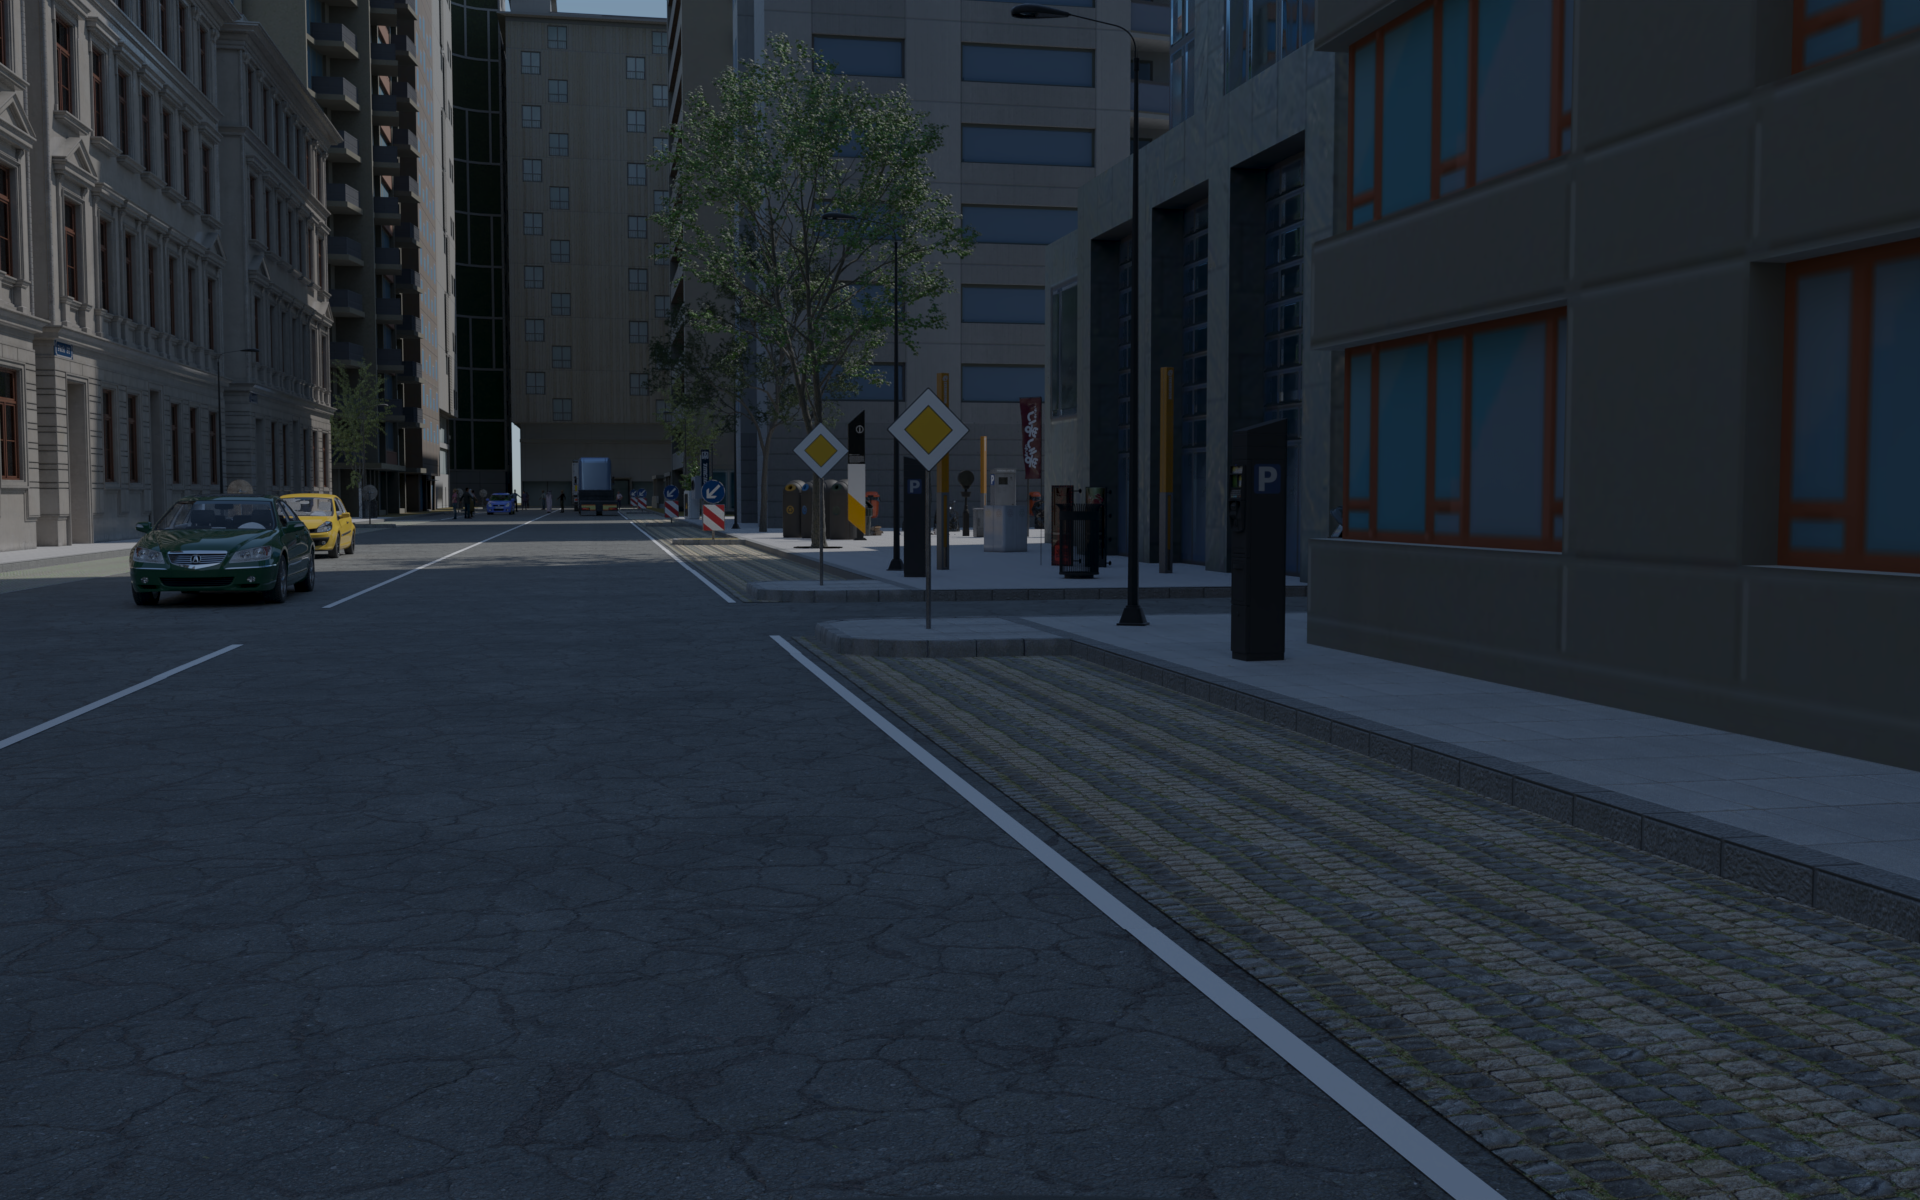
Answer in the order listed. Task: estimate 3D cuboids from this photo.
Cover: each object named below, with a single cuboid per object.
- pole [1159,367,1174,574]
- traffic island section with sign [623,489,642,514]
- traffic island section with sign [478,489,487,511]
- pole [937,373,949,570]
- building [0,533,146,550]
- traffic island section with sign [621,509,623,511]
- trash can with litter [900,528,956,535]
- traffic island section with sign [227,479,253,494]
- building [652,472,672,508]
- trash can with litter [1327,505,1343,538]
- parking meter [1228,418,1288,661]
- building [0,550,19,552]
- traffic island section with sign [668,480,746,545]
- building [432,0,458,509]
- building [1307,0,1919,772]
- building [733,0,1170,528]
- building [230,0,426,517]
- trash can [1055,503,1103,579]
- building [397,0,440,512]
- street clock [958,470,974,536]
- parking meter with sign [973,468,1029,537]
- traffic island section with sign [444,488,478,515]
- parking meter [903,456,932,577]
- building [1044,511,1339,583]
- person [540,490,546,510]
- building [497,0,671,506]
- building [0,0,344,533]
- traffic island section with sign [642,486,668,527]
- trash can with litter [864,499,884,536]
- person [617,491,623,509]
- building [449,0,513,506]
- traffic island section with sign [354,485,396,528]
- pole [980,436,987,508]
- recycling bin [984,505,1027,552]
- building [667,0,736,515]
[{"bbox_3d":[3.334,-2.086,27.953,0.158,3.312,0.155,0,3,0],"label":"pole"},{"bbox_3d":[-22.927,-7.071,124.233,1.989,1.847,2.006,-1,4,-12],"label":"traffic island section with sign"},{"bbox_3d":[-40.660,-8.522,147.956,1.989,1.847,2.006,-1,4,-12],"label":"traffic island section with sign"},{"bbox_3d":[-0.289,-2.166,29.252,0.158,3.312,0.155,0,3,0],"label":"pole"},{"bbox_3d":[-28.839,-13.082,50.050,11.583,22.565,21.152,-1,4,-12],"label":"building"},{"bbox_3d":[-28.478,-8.684,150.613,1.989,1.847,2.006,-1,4,-12],"label":"traffic island section with sign"},{"bbox_3d":[-1.145,-2.689,55.017,1.678,1.210,2.233,-1,4,-14],"label":"trash can with litter"},{"bbox_3d":[-19.306,-2.309,46.382,1.989,1.847,2.006,-1,4,-12],"label":"traffic island section with sign"},{"bbox_3d":[-12.804,-28.870,163.913,32.217,40.220,23.993,-1,4,-12],"label":"building"},{"bbox_3d":[4.173,-0.366,17.371,0.624,1.170,1.055,-2,4,-27],"label":"trash can with litter"},{"bbox_3d":[2.295,-0.468,13.369,0.399,1.863,0.255,-1,4,-17],"label":"parking meter"},{"bbox_3d":[-24.491,-11.818,29.389,11.583,22.565,21.152,-1,4,-12],"label":"building"},{"bbox_3d":[-7.175,-2.486,49.278,1.989,1.847,2.006,-1,4,-12],"label":"traffic island section with sign"},{"bbox_3d":[-58.760,-34.401,151.693,27.495,52.752,28.713,-1,4,-12],"label":"building"},{"bbox_3d":[19.477,-9.657,2.939,27.650,21.520,28.899,-1,4,-12],"label":"building"},{"bbox_3d":[0.220,-32.820,78.600,21.231,58.520,28.212,-1,4,-12],"label":"building"},{"bbox_3d":[-45.401,-27.633,106.422,22.147,44.769,28.867,-1,4,-12],"label":"building"},{"bbox_3d":[1.813,-0.898,26.343,0.748,1.137,0.748,0,3,0],"label":"trash can"},{"bbox_3d":[-46.762,-29.266,128.614,14.600,45.320,14.200,-1,4,-12],"label":"building"},{"bbox_3d":[0.181,-2.942,52.676,0.471,2.002,0.358,-1,4,-13],"label":"street clock"},{"bbox_3d":[1.263,-3.386,51.622,1.738,3.016,0.543,-1,4,-19],"label":"parking meter with sign"},{"bbox_3d":[-35.074,-6.895,121.365,1.989,1.847,2.006,-1,4,-12],"label":"traffic island section with sign"},{"bbox_3d":[-0.657,-1.286,26.735,0.399,1.863,0.255,1,4,13],"label":"parking meter"},{"bbox_3d":[18.026,-44.220,35.664,31.000,86.520,22.319,-1,4,-12],"label":"building"},{"bbox_3d":[-38.600,-9.282,160.347,0.705,1.814,1.350,-2,4,-34],"label":"person"},{"bbox_3d":[-36.144,-36.904,192.618,27.495,52.752,28.713,-1,4,-12],"label":"building"},{"bbox_3d":[-32.846,-14.385,71.356,11.583,22.565,21.152,-1,4,-12],"label":"building"},{"bbox_3d":[-12.857,-4.141,76.327,1.989,1.847,2.006,-1,4,-12],"label":"traffic island section with sign"},{"bbox_3d":[-2.854,-2.554,53.150,0.624,1.170,1.055,2,4,35],"label":"trash can with litter"},{"bbox_3d":[-32.014,-9.358,162.433,0.756,1.711,0.436,3,5,43],"label":"person"},{"bbox_3d":[-58.863,-45.564,183.222,20.611,71.187,20.563,-1,4,-12],"label":"building"},{"bbox_3d":[-24.969,-3.955,73.299,1.989,1.847,2.006,-1,4,-12],"label":"traffic island section with sign"},{"bbox_3d":[0.829,-4.119,61.183,0.158,3.312,0.155,0,3,0],"label":"pole"},{"bbox_3d":[1.012,-1.586,38.486,0.722,1.027,0.722,-3,5,-40],"label":"recycling bin"},{"bbox_3d":[-8.447,-30.161,116.830,21.300,48.544,21.600,-1,4,-12],"label":"building"}]
